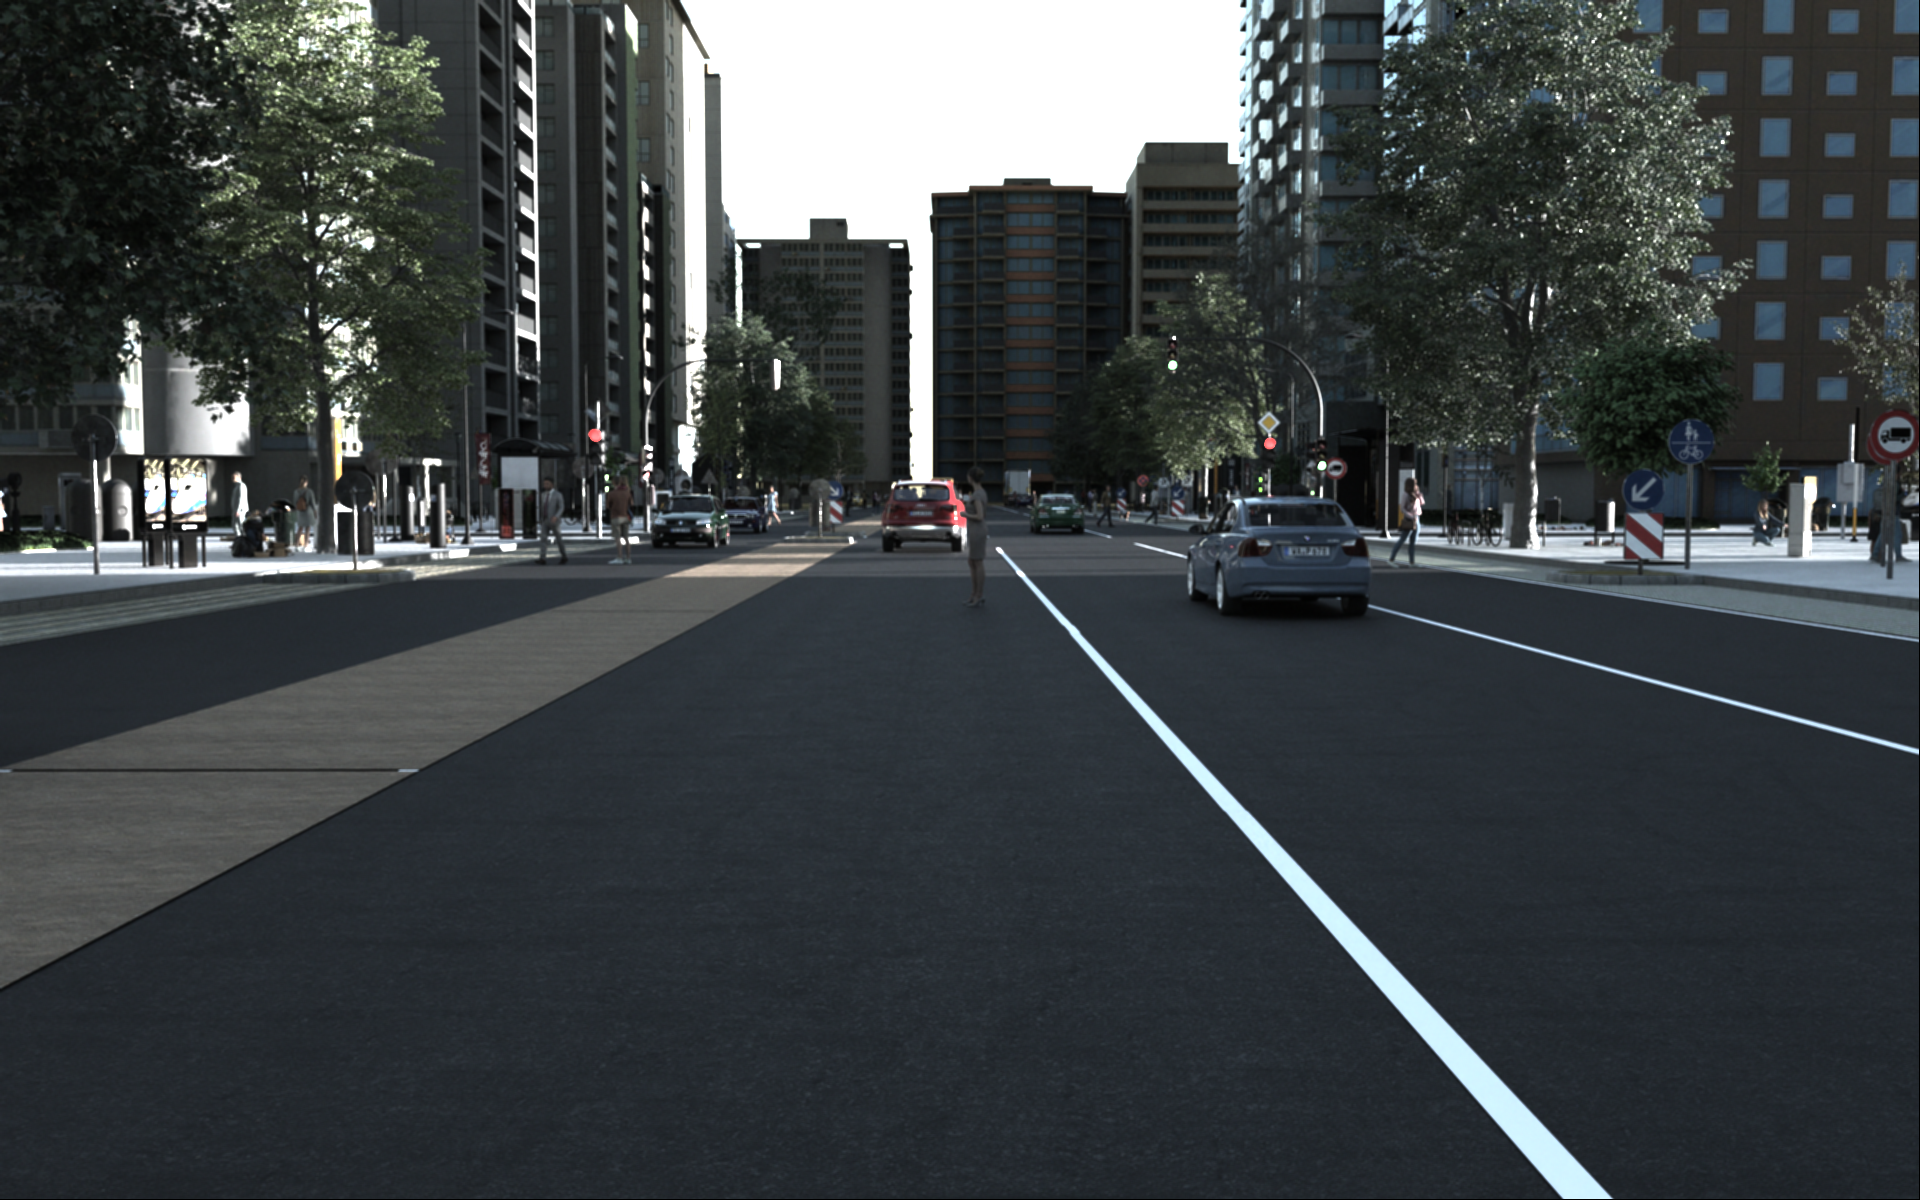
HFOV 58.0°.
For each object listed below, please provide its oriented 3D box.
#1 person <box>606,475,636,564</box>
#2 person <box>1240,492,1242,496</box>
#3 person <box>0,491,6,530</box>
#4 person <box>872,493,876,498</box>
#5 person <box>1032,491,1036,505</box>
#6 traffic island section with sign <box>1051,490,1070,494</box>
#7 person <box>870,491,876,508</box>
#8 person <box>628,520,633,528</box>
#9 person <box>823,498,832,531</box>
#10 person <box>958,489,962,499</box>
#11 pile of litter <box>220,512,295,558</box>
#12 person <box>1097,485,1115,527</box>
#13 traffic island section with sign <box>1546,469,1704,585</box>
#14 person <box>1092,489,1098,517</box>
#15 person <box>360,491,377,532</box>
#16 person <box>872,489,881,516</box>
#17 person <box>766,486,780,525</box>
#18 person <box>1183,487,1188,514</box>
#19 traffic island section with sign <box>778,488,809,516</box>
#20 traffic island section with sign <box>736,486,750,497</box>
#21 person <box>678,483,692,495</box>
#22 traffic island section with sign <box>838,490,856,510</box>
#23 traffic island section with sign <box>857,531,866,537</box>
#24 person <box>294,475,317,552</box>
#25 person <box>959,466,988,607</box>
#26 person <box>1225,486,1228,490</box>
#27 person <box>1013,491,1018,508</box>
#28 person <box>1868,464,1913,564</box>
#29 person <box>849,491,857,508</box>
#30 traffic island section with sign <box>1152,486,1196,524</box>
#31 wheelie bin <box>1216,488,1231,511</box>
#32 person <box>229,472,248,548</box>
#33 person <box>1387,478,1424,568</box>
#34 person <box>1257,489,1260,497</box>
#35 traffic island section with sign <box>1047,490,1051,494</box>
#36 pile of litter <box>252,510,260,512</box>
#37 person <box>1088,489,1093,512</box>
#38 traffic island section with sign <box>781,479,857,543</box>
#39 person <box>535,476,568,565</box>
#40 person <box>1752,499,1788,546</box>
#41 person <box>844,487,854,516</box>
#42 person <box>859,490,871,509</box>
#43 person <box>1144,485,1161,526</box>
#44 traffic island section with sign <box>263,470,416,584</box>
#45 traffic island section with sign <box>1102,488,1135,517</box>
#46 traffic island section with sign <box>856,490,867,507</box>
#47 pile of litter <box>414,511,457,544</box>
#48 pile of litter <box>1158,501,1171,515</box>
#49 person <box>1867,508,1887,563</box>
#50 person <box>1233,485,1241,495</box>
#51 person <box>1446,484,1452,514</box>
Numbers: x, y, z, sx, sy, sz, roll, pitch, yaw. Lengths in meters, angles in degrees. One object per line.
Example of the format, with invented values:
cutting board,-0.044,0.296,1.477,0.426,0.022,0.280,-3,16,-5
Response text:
person,-6.970,-1.663,35.666,0.573,1.828,0.580,0,4,2
person,19.304,-7.008,120.593,0.622,1.834,0.822,-3,5,-42
person,-27.788,-2.673,49.838,0.778,1.811,0.616,-3,5,-43
person,-10.062,-11.897,202.876,0.599,1.838,0.709,3,5,42
person,8.506,-11.567,198.175,0.434,1.755,0.990,-1,4,-19
traffic island section with sign,9.771,-9.353,161.546,1.989,1.847,2.006,0,4,0
person,-8.827,-10.402,179.256,1.217,1.739,0.721,-3,5,-42
person,-12.659,-3.373,65.437,0.590,1.304,0.306,-1,4,-9
person,-5.120,-3.439,65.093,0.532,1.782,0.716,-2,4,-29
person,0.023,-7.268,127.723,0.834,1.777,0.661,3,4,37
pile of litter,-14.256,-1.321,35.562,1.176,0.858,1.719,1,4,19
person,6.379,-4.116,75.713,0.836,1.842,0.656,1,4,13
traffic island section with sign,10.627,-1.184,27.992,1.989,1.847,2.006,0,4,0
person,8.544,-6.182,110.124,0.362,1.759,0.519,-1,4,-11
person,-20.001,-3.197,58.223,0.836,1.842,0.656,2,4,25
person,-5.553,-6.501,115.381,0.643,1.750,0.593,1,4,12
person,-8.638,-4.340,79.552,0.616,1.811,0.778,3,5,44
person,14.084,-6.268,109.096,0.524,1.755,0.480,-2,4,-24
traffic island section with sign,-10.623,-6.272,111.178,1.989,1.847,2.006,0,4,0
traffic island section with sign,-10.451,-4.589,83.660,1.989,1.847,2.006,0,4,0
person,-10.387,-3.479,65.154,0.659,1.850,0.755,-1,4,-19
traffic island section with sign,-10.950,-9.317,160.961,1.989,1.847,2.006,0,4,0
traffic island section with sign,-4.205,-3.063,58.220,2.006,1.907,1.989,0,4,0
person,-14.652,-1.936,38.700,0.512,1.701,0.522,0,4,-3
person,0.174,-0.809,22.069,0.374,1.781,0.599,0,4,6
person,17.549,-6.629,114.693,0.850,1.792,0.678,1,4,14
person,5.909,-10.625,182.938,0.721,1.743,1.217,-2,4,-28
person,16.915,-1.555,31.449,0.713,1.824,0.794,2,4,26
person,-11.049,-10.202,176.018,1.217,1.736,0.721,-1,4,-21
traffic island section with sign,10.283,-4.578,83.478,1.989,1.847,2.006,0,4,0
wheelie bin,13.677,-5.001,89.681,0.693,1.594,0.980,2,4,29
person,-17.083,-2.134,41.037,0.391,1.810,0.635,-3,4,-36
person,8.669,-1.503,33.667,0.643,1.750,0.593,2,4,35
person,15.924,-5.214,91.263,0.622,1.834,0.822,1,4,13
traffic island section with sign,9.599,-11.001,188.500,1.989,1.847,2.006,0,4,0
pile of litter,-19.461,-2.037,47.278,1.719,0.858,1.176,3,5,43
person,10.299,-7.745,134.995,0.599,1.838,0.709,-1,4,-12
traffic island section with sign,-4.167,-2.610,50.813,2.006,1.907,1.989,0,4,0
person,-8.308,-1.620,35.256,0.678,1.792,0.850,2,4,25
person,20.042,-1.916,42.869,1.012,1.151,0.738,-1,4,-18
person,-7.154,-6.345,111.600,0.474,1.900,0.648,2,4,34
person,-9.302,-9.815,169.066,1.348,1.812,0.705,2,4,26
person,8.584,-4.210,77.174,0.795,1.843,0.661,0,4,5
traffic island section with sign,-10.081,-1.211,28.428,1.989,1.847,2.006,0,4,0
traffic island section with sign,10.107,-6.227,110.432,1.989,1.847,2.006,0,4,0
traffic island section with sign,-11.123,-10.986,188.253,1.989,1.847,2.006,0,4,0
pile of litter,-13.718,-1.918,45.321,1.176,0.858,1.719,0,4,-4
pile of litter,12.735,-5.706,107.252,1.719,0.858,1.176,-3,5,-45
person,17.082,-1.315,32.216,0.373,1.253,0.362,-2,4,-30
person,15.817,-5.691,99.114,0.581,1.822,0.654,1,4,8
person,24.109,-4.839,85.588,0.534,1.772,0.576,-3,5,-40
